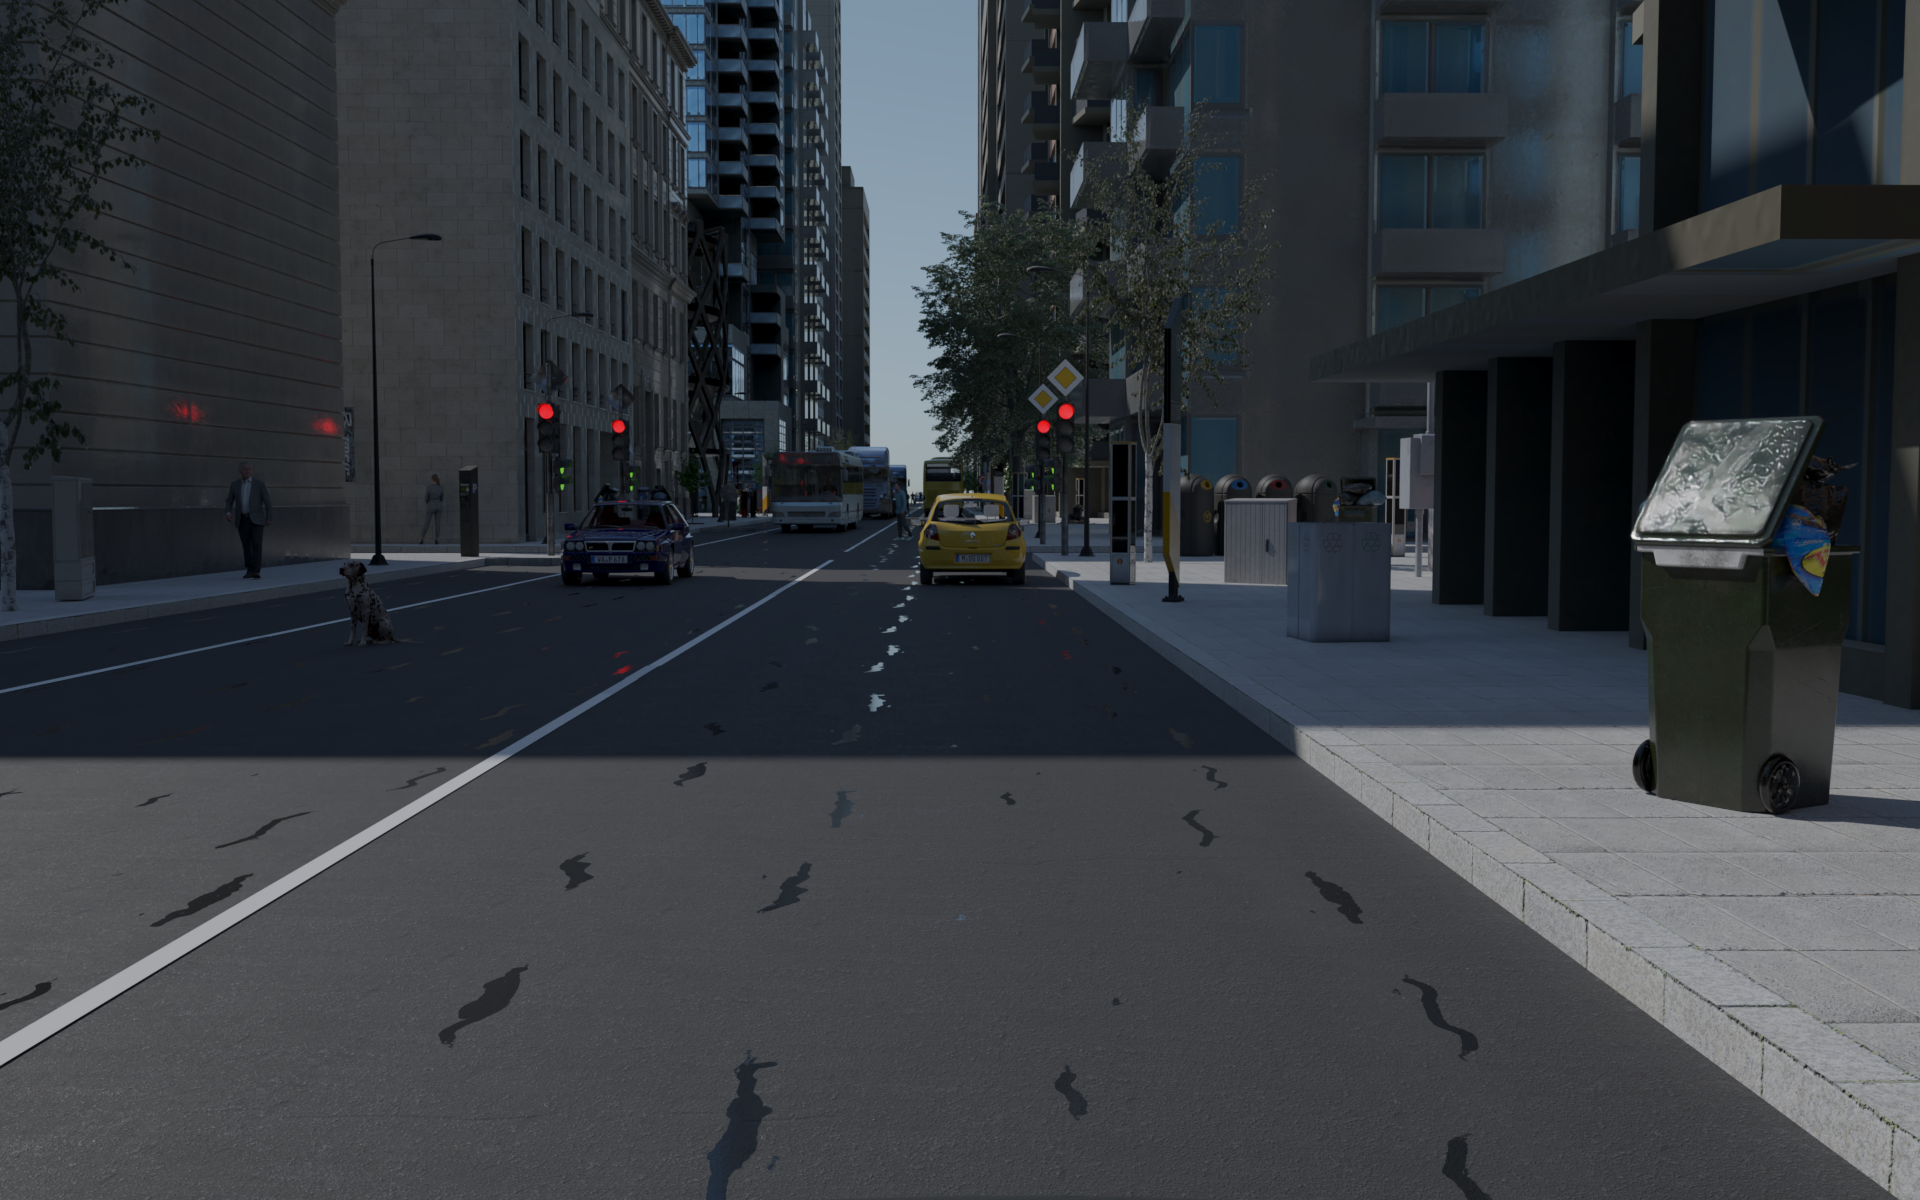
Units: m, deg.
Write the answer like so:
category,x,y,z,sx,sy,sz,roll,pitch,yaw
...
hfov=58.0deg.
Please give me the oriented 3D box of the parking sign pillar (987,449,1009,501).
category,x,y,z,sx,sy,sz,roll,pitch,yaw
parking sign pillar,2.235,-6.901,101.305,1.447,3.967,1.447,-2,4,-30

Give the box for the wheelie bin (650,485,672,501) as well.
category,x,y,z,sx,sy,sz,roll,pitch,yaw
wheelie bin,-10.706,-3.293,61.744,0.693,1.594,0.980,-3,4,-37

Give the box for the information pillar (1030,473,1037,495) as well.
category,x,y,z,sx,sy,sz,roll,pitch,yaw
information pillar,4.983,-7.702,117.288,0.504,3.616,0.183,2,4,33

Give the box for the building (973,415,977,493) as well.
category,x,y,z,sx,sy,sz,roll,pitch,yaw
building,15.833,-23.878,235.451,27.650,21.520,28.899,0,4,-1

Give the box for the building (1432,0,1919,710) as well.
category,x,y,z,sx,sy,sz,roll,pitch,yaw
building,15.291,-21.526,6.575,22.147,44.769,28.867,0,4,-1

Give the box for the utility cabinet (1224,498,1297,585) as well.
category,x,y,z,sx,sy,sz,roll,pitch,yaw
utility cabinet,4.295,-0.835,24.818,1.020,1.237,0.306,3,4,39

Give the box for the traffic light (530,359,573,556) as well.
category,x,y,z,sx,sy,sz,roll,pitch,yaw
traffic light,-8.492,-2.876,35.937,0.839,4.253,0.868,0,4,-1

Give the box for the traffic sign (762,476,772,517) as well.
category,x,y,z,sx,sy,sz,roll,pitch,yaw
traffic sign,-10.773,-5.795,96.873,0.606,2.300,0.079,0,4,2

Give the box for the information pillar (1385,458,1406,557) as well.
category,x,y,z,sx,sy,sz,roll,pitch,yaw
information pillar,8.887,-1.886,35.320,0.304,2.012,0.304,-1,4,-18

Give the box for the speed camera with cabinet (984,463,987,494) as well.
category,x,y,z,sx,sy,sz,roll,pitch,yaw
speed camera with cabinet,1.875,-7.070,109.931,0.660,3.252,2.038,0,4,-2

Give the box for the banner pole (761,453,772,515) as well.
category,x,y,z,sx,sy,sz,roll,pitch,yaw
banner pole,-11.812,-7.109,106.248,0.863,3.779,0.401,-2,4,-29

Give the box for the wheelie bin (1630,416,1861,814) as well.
category,x,y,z,sx,sy,sz,roll,pitch,yaw
wheelie bin,3.269,0.039,7.264,0.693,1.594,0.980,-2,4,-31

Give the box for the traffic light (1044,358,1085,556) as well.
category,x,y,z,sx,sy,sz,roll,pitch,yaw
traffic light,2.168,-2.883,36.056,0.839,4.253,0.868,0,4,-1

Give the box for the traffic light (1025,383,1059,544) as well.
category,x,y,z,sx,sy,sz,roll,pitch,yaw
traffic light,2.090,-3.371,44.041,0.839,4.253,0.868,0,4,-1

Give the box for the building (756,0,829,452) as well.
category,x,y,z,sx,sy,sz,roll,pitch,yaw
building,-24.146,-33.342,164.742,23.786,49.044,30.456,0,4,-1

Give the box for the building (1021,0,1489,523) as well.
category,x,y,z,sx,sy,sz,roll,pitch,yaw
building,14.846,-27.213,99.564,22.147,44.769,28.867,0,4,-1

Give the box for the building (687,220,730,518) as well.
category,x,y,z,sx,sy,sz,roll,pitch,yaw
building,-21.293,-13.905,94.805,16.820,18.784,16.811,0,4,-1

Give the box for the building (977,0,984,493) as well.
category,x,y,z,sx,sy,sz,roll,pitch,yaw
building,12.308,-38.986,179.412,21.231,58.520,28.212,0,4,-1

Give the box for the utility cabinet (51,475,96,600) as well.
category,x,y,z,sx,sy,sz,roll,pitch,yaw
utility cabinet,-10.806,-0.763,21.152,0.318,1.500,1.173,-1,4,-19

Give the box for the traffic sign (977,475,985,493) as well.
category,x,y,z,sx,sy,sz,roll,pitch,yaw
traffic sign,1.517,-6.965,113.979,0.768,2.556,0.104,0,4,5

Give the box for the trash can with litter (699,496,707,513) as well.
category,x,y,z,sx,sy,sz,roll,pitch,yaw
trash can with litter,-17.740,-6.588,119.099,0.624,1.170,1.055,-1,4,-23

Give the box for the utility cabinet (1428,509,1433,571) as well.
category,x,y,z,sx,sy,sz,roll,pitch,yaw
utility cabinet,8.015,-1.050,28.337,0.306,1.237,1.020,-1,4,-12

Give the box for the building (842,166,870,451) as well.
category,x,y,z,sx,sy,sz,roll,pitch,yaw
building,-24.522,-38.816,258.347,21.300,48.544,21.600,0,4,-1

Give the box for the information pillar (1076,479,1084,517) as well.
category,x,y,z,sx,sy,sz,roll,pitch,yaw
information pillar,5.698,-4.748,82.127,0.304,2.012,0.304,-1,4,-20

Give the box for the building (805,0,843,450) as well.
category,x,y,z,sx,sy,sz,roll,pitch,yaw
building,-24.395,-48.820,236.458,20.563,71.187,20.611,0,4,-1

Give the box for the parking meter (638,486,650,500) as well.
category,x,y,z,sx,sy,sz,roll,pitch,yaw
parking meter,-10.249,-2.922,56.182,0.372,1.533,0.369,0,3,0

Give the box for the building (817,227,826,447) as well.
category,x,y,z,sx,sy,sz,roll,pitch,yaw
building,-29.686,-31.995,214.999,32.217,40.220,23.993,0,4,-1

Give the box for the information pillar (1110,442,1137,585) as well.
category,x,y,z,sx,sy,sz,roll,pitch,yaw
information pillar,2.303,-1.221,24.452,0.304,2.012,0.304,1,4,22

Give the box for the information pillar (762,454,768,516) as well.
category,x,y,z,sx,sy,sz,roll,pitch,yaw
information pillar,-11.437,-6.749,101.702,0.183,3.616,0.504,-3,5,-40

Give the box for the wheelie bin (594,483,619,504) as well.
category,x,y,z,sx,sy,sz,roll,pitch,yaw
wheelie bin,-10.403,-2.644,51.144,0.693,1.594,0.980,0,4,-1

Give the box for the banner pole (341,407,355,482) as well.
category,x,y,z,sx,sy,sz,roll,pitch,yaw
banner pole,-15.653,-3.282,43.683,0.863,3.779,0.401,-3,5,-40

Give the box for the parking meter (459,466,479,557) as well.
category,x,y,z,sx,sy,sz,roll,pitch,yaw
parking meter,-10.045,-1.818,35.433,0.255,1.863,0.399,1,4,12

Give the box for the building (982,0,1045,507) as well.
category,x,y,z,sx,sy,sz,roll,pitch,yaw
building,12.827,-32.455,154.346,21.300,48.544,21.600,0,4,-1

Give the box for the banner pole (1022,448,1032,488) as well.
category,x,y,z,sx,sy,sz,roll,pitch,yaw
banner pole,2.902,-5.538,80.563,0.863,3.779,0.401,0,4,4

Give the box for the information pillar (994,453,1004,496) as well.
category,x,y,z,sx,sy,sz,roll,pitch,yaw
information pillar,1.874,-5.572,82.465,0.504,3.616,0.183,2,4,32

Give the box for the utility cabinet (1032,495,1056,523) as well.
category,x,y,z,sx,sy,sz,roll,pitch,yaw
utility cabinet,3.726,-4.010,76.722,1.020,1.237,0.306,-1,4,-21

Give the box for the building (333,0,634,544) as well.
category,x,y,z,sx,sy,sz,roll,pitch,yaw
building,-16.683,-12.092,52.463,10.420,20.320,16.860,0,4,-1

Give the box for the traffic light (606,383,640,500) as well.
category,x,y,z,sx,sy,sz,roll,pitch,yaw
traffic light,-8.570,-3.364,43.921,0.839,4.253,0.868,0,4,-1

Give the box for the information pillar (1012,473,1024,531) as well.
category,x,y,z,sx,sy,sz,roll,pitch,yaw
information pillar,2.000,-3.363,59.471,0.304,2.012,0.304,-3,5,-41

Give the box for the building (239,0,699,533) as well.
category,x,y,z,sx,sy,sz,roll,pitch,yaw
building,-18.916,-16.875,73.171,12.463,27.353,25.104,0,4,-1

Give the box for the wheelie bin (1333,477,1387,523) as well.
category,x,y,z,sx,sy,sz,roll,pitch,yaw
wheelie bin,7.243,-1.440,31.449,0.980,1.594,0.693,1,4,20

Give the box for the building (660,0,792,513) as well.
category,x,y,z,sx,sy,sz,roll,pitch,yaw
building,-23.858,-50.159,132.767,22.319,86.520,31.000,0,4,-1

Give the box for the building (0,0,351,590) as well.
category,x,y,z,sx,sy,sz,roll,pitch,yaw
building,-24.193,-14.107,27.911,25.104,27.353,12.463,0,4,-1

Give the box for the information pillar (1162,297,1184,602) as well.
category,x,y,z,sx,sy,sz,roll,pitch,yaw
information pillar,2.514,-1.782,20.491,0.183,3.616,0.504,1,4,22

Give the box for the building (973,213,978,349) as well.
category,x,y,z,sx,sy,sz,roll,pitch,yaw
building,13.058,-37.243,263.545,22.147,44.769,28.867,0,4,-1

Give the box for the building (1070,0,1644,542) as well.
category,x,y,z,sx,sy,sz,roll,pitch,yaw
building,18.815,-26.643,55.219,30.456,49.044,23.786,0,4,-1

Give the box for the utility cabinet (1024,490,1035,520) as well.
category,x,y,z,sx,sy,sz,roll,pitch,yaw
utility cabinet,3.074,-4.646,84.634,1.173,1.500,0.318,-2,4,-25

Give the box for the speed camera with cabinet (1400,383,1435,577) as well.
category,x,y,z,sx,sy,sz,roll,pitch,yaw
speed camera with cabinet,7.917,-1.992,26.901,2.038,3.252,0.660,0,4,-2
